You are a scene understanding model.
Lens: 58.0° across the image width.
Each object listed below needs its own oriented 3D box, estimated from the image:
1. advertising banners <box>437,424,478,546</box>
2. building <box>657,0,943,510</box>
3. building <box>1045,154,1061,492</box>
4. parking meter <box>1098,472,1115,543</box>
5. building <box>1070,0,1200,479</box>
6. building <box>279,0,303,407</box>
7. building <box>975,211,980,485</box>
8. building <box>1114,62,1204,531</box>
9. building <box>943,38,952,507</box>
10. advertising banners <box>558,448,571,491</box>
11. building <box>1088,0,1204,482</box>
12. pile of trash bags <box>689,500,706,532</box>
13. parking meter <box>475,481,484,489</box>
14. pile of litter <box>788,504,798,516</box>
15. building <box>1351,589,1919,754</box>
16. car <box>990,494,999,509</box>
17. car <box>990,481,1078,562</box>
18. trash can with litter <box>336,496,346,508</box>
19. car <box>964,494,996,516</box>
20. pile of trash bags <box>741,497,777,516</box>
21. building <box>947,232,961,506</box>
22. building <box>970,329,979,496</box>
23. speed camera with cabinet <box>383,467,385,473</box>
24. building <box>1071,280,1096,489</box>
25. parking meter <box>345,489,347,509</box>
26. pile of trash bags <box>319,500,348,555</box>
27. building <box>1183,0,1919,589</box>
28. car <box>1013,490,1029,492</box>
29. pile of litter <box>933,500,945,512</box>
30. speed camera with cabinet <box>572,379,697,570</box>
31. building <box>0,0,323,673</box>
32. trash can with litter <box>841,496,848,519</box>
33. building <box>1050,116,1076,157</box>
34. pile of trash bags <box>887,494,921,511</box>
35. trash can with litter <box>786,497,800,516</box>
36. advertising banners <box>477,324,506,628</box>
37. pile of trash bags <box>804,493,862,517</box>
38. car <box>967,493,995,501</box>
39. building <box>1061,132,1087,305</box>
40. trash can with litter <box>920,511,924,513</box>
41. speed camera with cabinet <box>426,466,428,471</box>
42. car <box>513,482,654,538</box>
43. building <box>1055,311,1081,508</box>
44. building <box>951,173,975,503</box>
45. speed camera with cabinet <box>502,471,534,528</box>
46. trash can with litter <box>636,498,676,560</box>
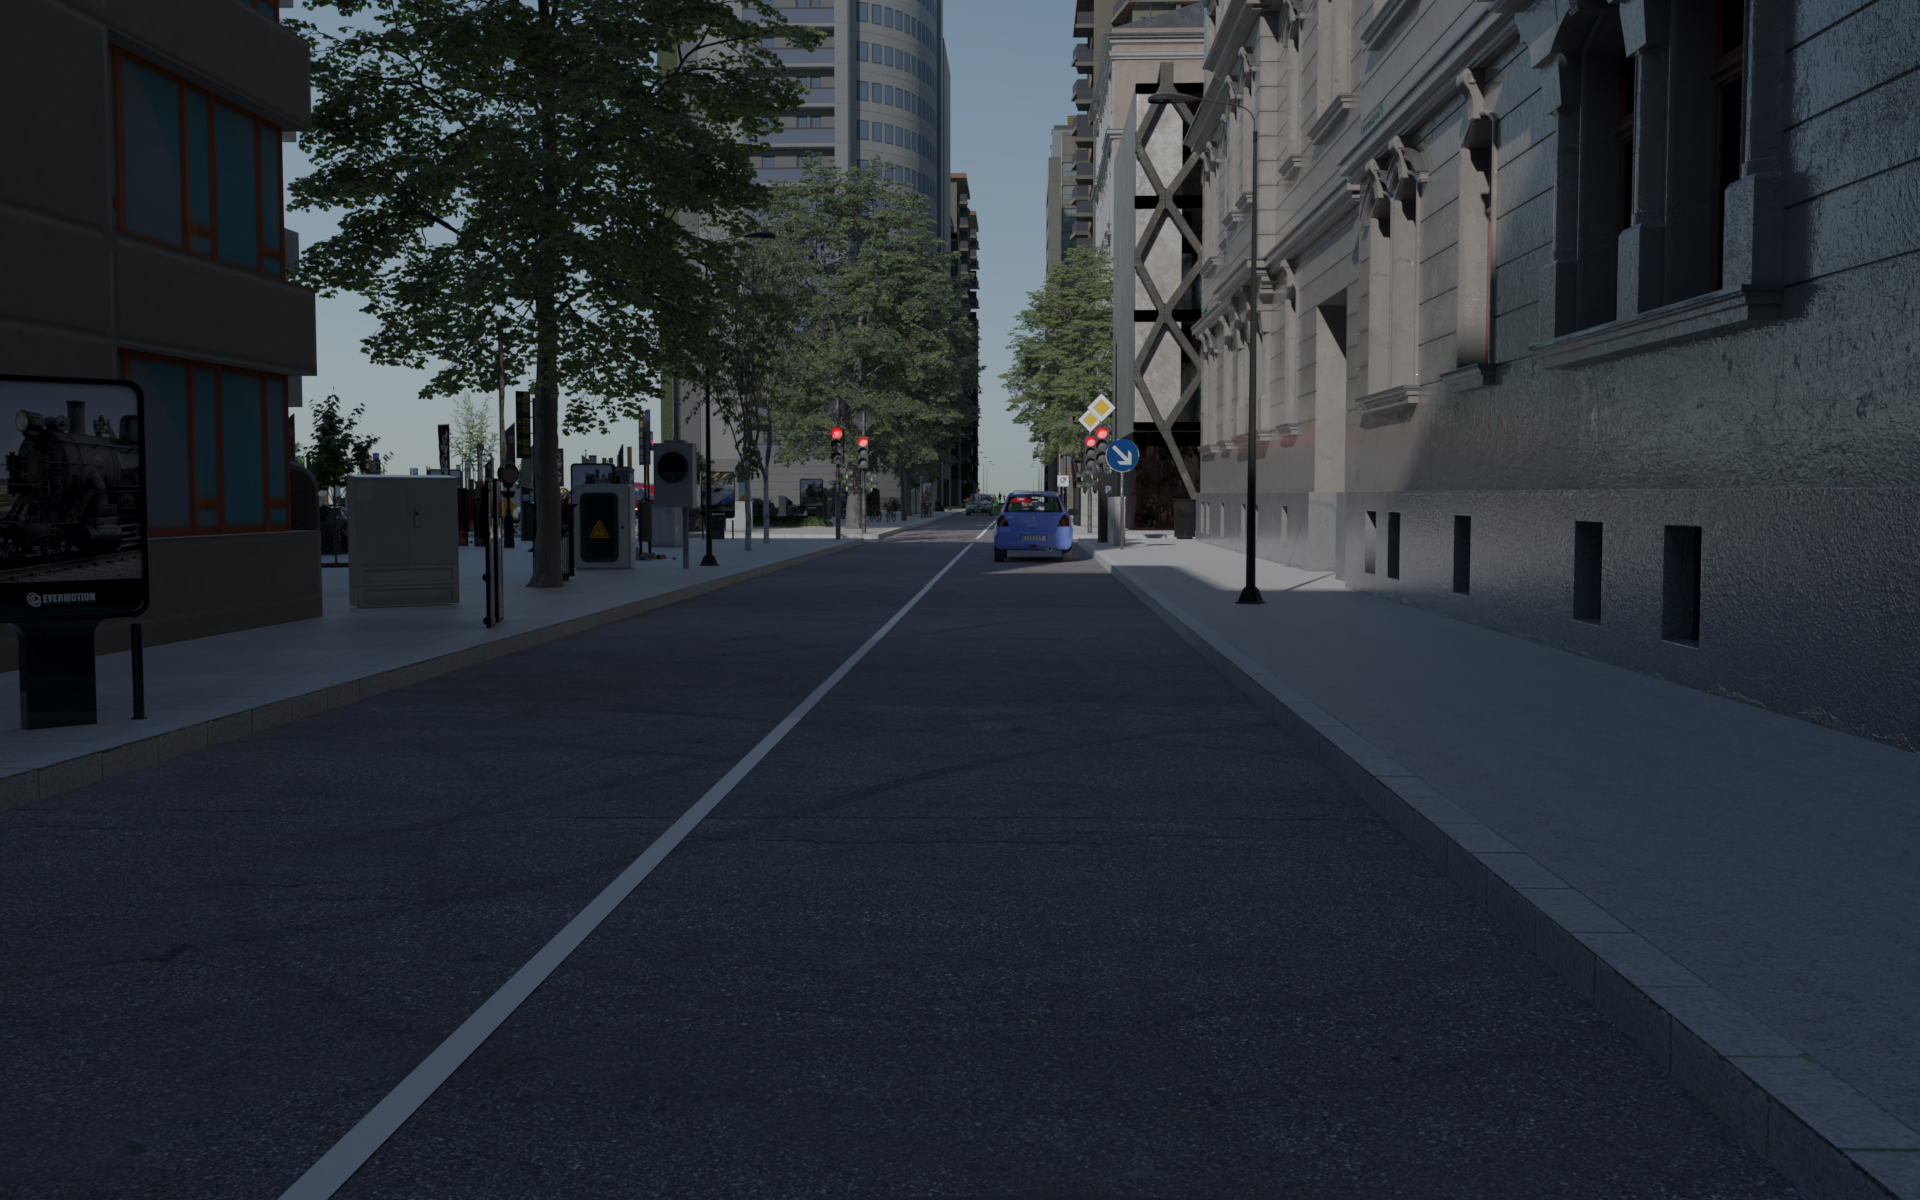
[{"bbox_3d":[-12.296,-2.849,42.763,2.074,3.025,0.090,3,5,41],"label":"advertising banners"},{"bbox_3d":[-12.538,-36.947,146.078,21.231,58.520,28.212,0,4,2],"label":"building"},{"bbox_3d":[22.518,-37.480,236.498,21.300,48.544,21.600,0,4,2],"label":"building"},{"bbox_3d":[3.860,-2.448,45.742,0.399,1.863,0.255,-2,4,-24],"label":"parking meter"},{"bbox_3d":[20.610,-30.117,147.030,22.147,44.769,28.867,0,4,2],"label":"building"},{"bbox_3d":[-31.746,-25.460,35.886,30.456,49.044,23.786,0,4,2],"label":"building"},{"bbox_3d":[-8.289,-37.039,260.206,22.147,44.769,28.867,0,4,2],"label":"building"},{"bbox_3d":[14.582,-12.090,65.124,16.811,18.784,16.820,0,4,2],"label":"building"},{"bbox_3d":[-8.106,-31.698,168.373,14.600,45.320,14.200,0,4,2],"label":"building"},{"bbox_3d":[-14.666,-4.285,66.250,2.074,3.025,0.090,-3,4,-37],"label":"advertising banners"},{"bbox_3d":[14.214,-19.053,97.415,13.634,28.700,20.117,0,4,2],"label":"building"},{"bbox_3d":[-10.516,-3.315,63.956,3.447,1.369,1.912,3,4,37],"label":"pile of trash bags"},{"bbox_3d":[-21.574,-4.416,77.911,0.399,1.863,0.255,1,4,17],"label":"parking meter"},{"bbox_3d":[-7.667,-3.854,76.972,1.176,0.858,1.719,1,4,10],"label":"pile of litter"},{"bbox_3d":[11.084,-13.709,11.525,14.401,28.519,23.554,0,4,2],"label":"building"},{"bbox_3d":[2.511,-8.850,153.485,1.959,1.807,4.718,0,4,1],"label":"car"},{"bbox_3d":[1.620,-1.732,37.904,1.945,1.707,3.694,0,4,3],"label":"car"},{"bbox_3d":[-28.764,-4.215,79.979,2.233,1.210,1.678,2,4,29],"label":"trash can with litter"},{"bbox_3d":[1.329,-6.324,115.201,2.131,1.459,4.920,0,4,2],"label":"car"},{"bbox_3d":[-12.478,-5.576,100.919,3.447,1.369,1.912,-2,4,-33],"label":"pile of trash bags"},{"bbox_3d":[-7.143,-26.066,197.886,14.160,30.474,14.107,0,4,2],"label":"building"},{"bbox_3d":[-4.200,-31.208,281.956,14.160,30.474,14.107,0,4,2],"label":"building"},{"bbox_3d":[-40.798,-7.777,121.496,0.660,3.252,2.038,2,4,30],"label":"speed camera with cabinet"},{"bbox_3d":[16.237,-15.572,122.048,16.820,18.784,16.811,0,4,2],"label":"building"},{"bbox_3d":[-47.103,-7.801,133.250,0.255,1.863,0.399,3,5,44],"label":"parking meter"},{"bbox_3d":[-13.971,-1.658,36.865,1.912,1.369,3.447,3,5,40],"label":"pile of trash bags"},{"bbox_3d":[12.232,-15.145,35.009,14.401,28.519,23.554,0,4,2],"label":"building"},{"bbox_3d":[5.608,-9.146,158.204,2.281,1.827,5.304,0,4,3],"label":"car"},{"bbox_3d":[-1.836,-6.903,126.830,1.719,0.858,1.176,-2,4,-24],"label":"pile of litter"},{"bbox_3d":[-5.553,-2.154,29.560,2.038,3.252,0.660,0,4,-1],"label":"speed camera with cabinet"},{"bbox_3d":[-21.000,-9.694,3.538,27.650,21.520,28.899,0,4,2],"label":"building"},{"bbox_3d":[-5.836,-4.769,89.366,0.624,1.170,1.055,-2,4,-35],"label":"trash can with litter"},{"bbox_3d":[24.904,-44.876,275.715,21.231,58.520,28.212,0,4,2],"label":"building"},{"bbox_3d":[-3.911,-7.310,129.272,3.447,1.369,1.912,2,4,30],"label":"pile of trash bags"},{"bbox_3d":[-8.541,-4.680,87.907,1.055,1.170,0.624,-1,4,-19],"label":"trash can with litter"},{"bbox_3d":[-4.654,-1.296,17.372,0.090,3.025,2.074,-1,4,-9],"label":"advertising banners"},{"bbox_3d":[-7.170,-5.398,98.007,3.447,1.369,1.912,0,4,4],"label":"pile of trash bags"},{"bbox_3d":[1.585,-7.340,129.050,2.155,1.783,4.494,0,4,3],"label":"car"},{"bbox_3d":[18.502,-31.488,198.426,14.154,41.232,14.086,0,4,2],"label":"building"},{"bbox_3d":[-3.084,-6.552,118.177,2.233,1.210,1.678,-2,4,-24],"label":"trash can with litter"},{"bbox_3d":[-37.460,-7.757,121.158,0.660,3.252,2.038,1,4,13],"label":"speed camera with cabinet"},{"bbox_3d":[-11.272,-2.771,53.971,5.304,1.827,2.281,0,4,3],"label":"car"},{"bbox_3d":[23.855,-20.326,177.369,27.650,21.520,28.899,0,4,2],"label":"building"},{"bbox_3d":[-9.794,-35.233,230.678,22.147,44.769,28.867,0,4,2],"label":"building"},{"bbox_3d":[-16.413,-4.318,64.938,2.038,3.252,0.660,0,4,-7],"label":"speed camera with cabinet"},{"bbox_3d":[-6.394,-1.394,33.844,1.678,1.210,2.233,1,4,10],"label":"trash can with litter"}]
